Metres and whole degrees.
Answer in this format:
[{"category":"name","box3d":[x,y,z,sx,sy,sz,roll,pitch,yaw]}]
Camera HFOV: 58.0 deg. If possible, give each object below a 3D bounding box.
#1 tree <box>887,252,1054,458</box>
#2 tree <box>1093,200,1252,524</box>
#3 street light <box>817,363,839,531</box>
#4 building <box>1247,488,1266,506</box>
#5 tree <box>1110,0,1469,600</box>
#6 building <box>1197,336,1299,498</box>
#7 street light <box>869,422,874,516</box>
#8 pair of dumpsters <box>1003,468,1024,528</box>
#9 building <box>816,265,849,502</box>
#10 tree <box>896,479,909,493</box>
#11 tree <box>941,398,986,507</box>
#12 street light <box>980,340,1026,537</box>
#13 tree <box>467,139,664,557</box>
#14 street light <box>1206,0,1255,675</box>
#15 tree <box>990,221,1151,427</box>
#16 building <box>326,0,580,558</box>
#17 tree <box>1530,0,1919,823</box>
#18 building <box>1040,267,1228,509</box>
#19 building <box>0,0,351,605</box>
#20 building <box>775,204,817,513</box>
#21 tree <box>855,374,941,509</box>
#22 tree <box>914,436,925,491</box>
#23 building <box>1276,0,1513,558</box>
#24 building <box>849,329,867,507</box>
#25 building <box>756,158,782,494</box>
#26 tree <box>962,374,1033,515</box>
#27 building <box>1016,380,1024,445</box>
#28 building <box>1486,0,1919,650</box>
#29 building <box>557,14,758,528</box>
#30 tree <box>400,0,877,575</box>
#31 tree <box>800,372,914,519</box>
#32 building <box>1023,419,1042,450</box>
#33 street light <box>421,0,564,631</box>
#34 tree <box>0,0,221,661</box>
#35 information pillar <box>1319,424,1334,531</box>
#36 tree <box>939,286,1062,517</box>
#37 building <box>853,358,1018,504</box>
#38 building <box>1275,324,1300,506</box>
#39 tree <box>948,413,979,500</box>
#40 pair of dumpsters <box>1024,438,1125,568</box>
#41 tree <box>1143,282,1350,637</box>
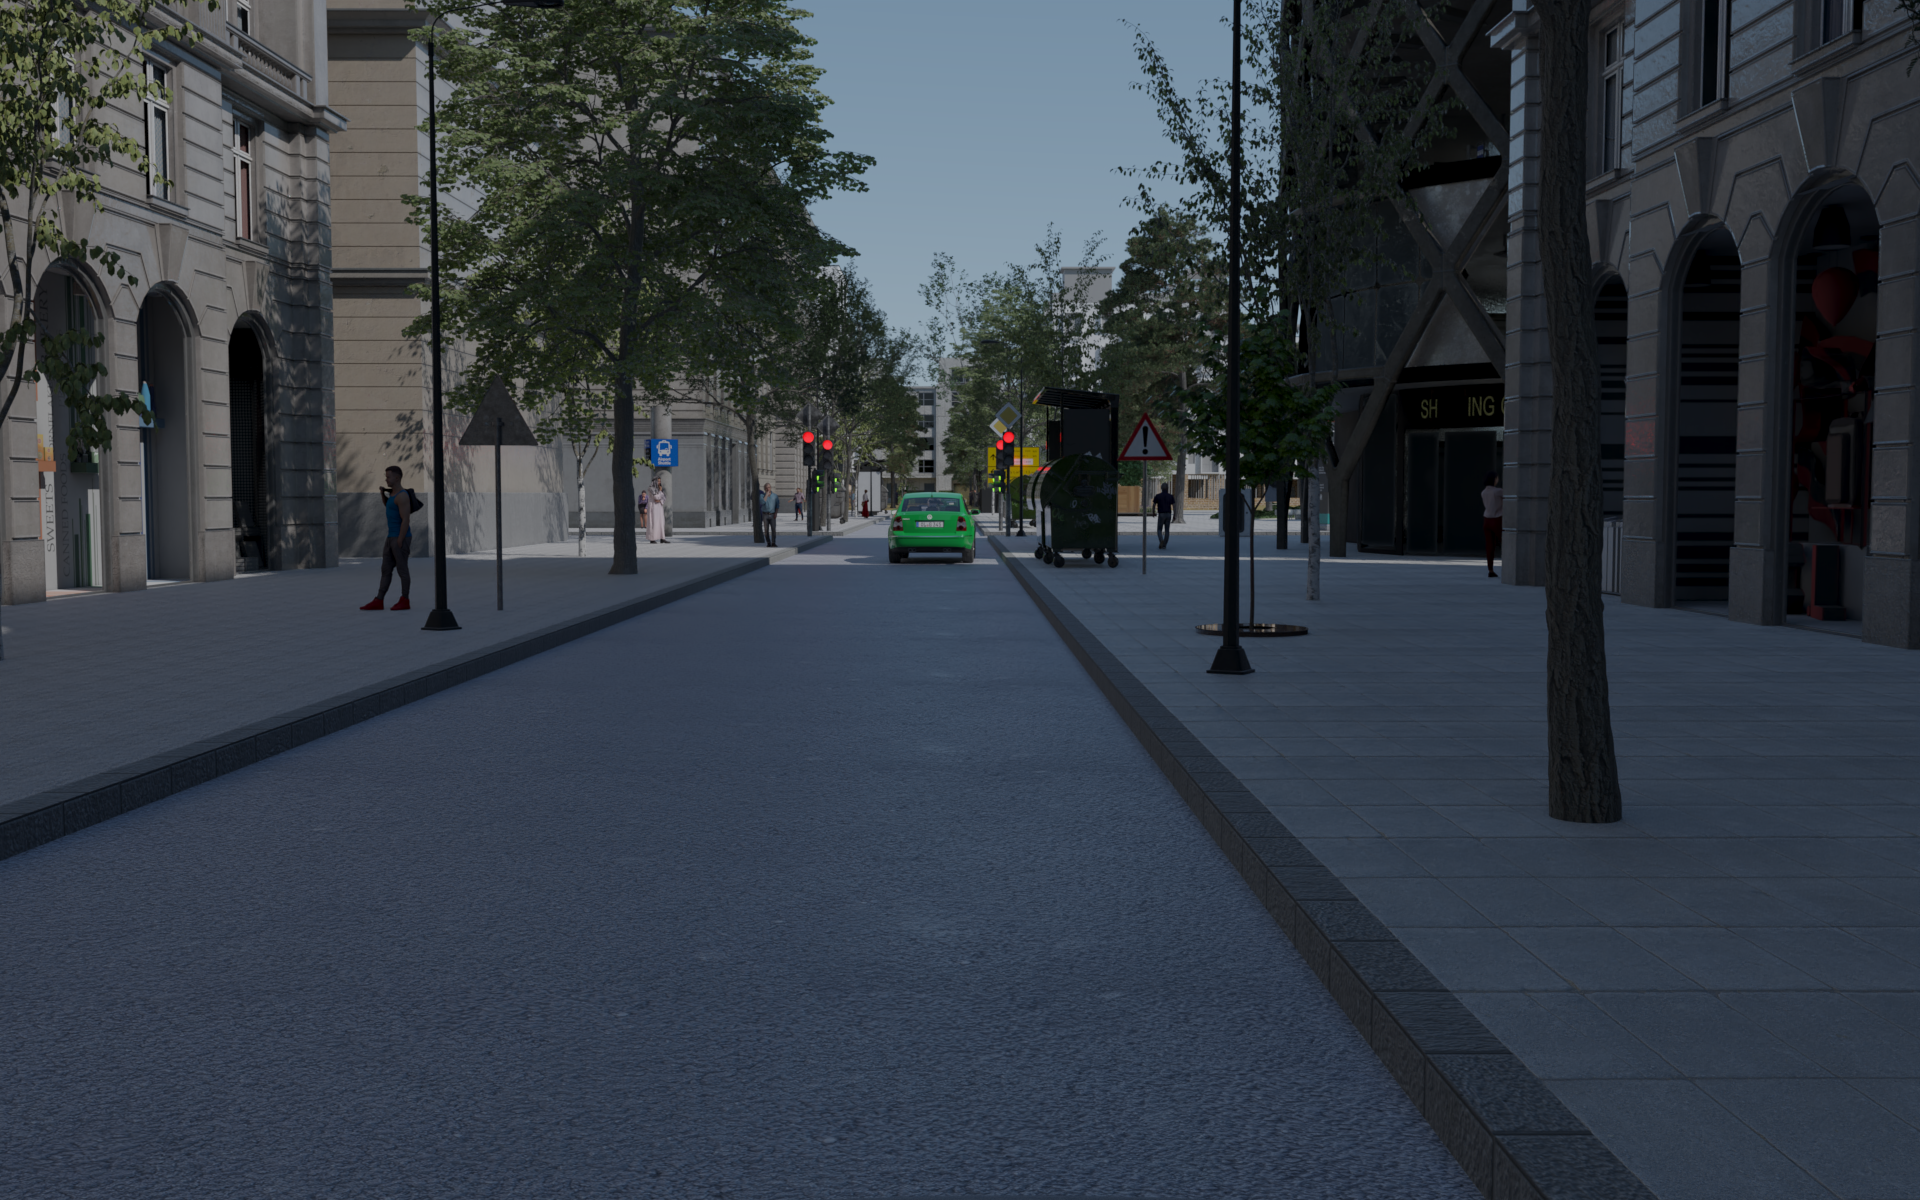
[{"category":"tree","box3d":[0.720,-17.134,136.027,12.611,20.169,13.585,0,3,0]},{"category":"tree","box3d":[9.709,-10.235,74.764,7.806,13.903,7.818,0,3,0]},{"category":"street light","box3d":[-4.425,-5.380,60.505,1.470,5.913,1.316,0,4,0]},{"category":"building","box3d":[28.527,-20.946,198.886,11.380,20.091,16.016,0,4,0]},{"category":"tree","box3d":[4.041,-4.301,20.685,4.360,8.622,3.978,0,3,0]},{"category":"building","box3d":[29.671,-24.098,237.972,32.646,21.610,27.936,0,4,0]},{"category":"street light","box3d":[-4.584,-7.780,99.741,1.470,5.913,1.316,0,4,0]},{"category":"pair of dumpsters","box3d":[2.469,-3.933,66.804,1.574,2.255,4.436,0,4,0]},{"category":"building","box3d":[-24.692,-18.862,152.365,27.936,21.610,32.646,0,4,0]},{"category":"tree","box3d":[-6.795,-12.925,205.917,1.663,3.219,1.824,0,3,0]},{"category":"tree","box3d":[1.475,-15.281,171.899,6.751,12.117,7.091,0,3,0]},{"category":"street light","box3d":[1.311,-4.876,52.258,1.470,5.913,1.316,0,4,0]},{"category":"tree","box3d":[-7.746,-5.179,35.041,4.737,8.622,4.395,0,3,0]},{"category":"street light","box3d":[1.404,-2.430,12.271,1.470,5.913,1.316,0,4,0]},{"category":"tree","box3d":[3.010,-5.960,47.803,4.737,8.622,4.395,0,3,0]},{"category":"building","box3d":[-21.873,-15.486,40.580,23.554,28.519,14.401,0,4,0]},{"category":"tree","box3d":[2.142,-4.416,6.614,7.601,10.594,8.767,0,4,6]},{"category":"building","box3d":[14.985,-17.945,149.817,16.016,20.091,11.380,0,4,0]},{"category":"building","box3d":[-16.774,-10.798,18.346,13.314,21.916,24.055,0,4,0]},{"category":"building","box3d":[-15.672,-17.993,123.066,11.050,23.489,19.941,0,4,0]},{"category":"tree","box3d":[-5.958,-14.141,153.258,6.751,12.117,7.091,0,3,0]},{"category":"tree","box3d":[-6.142,-14.398,185.773,4.737,8.622,4.395,0,3,0]},{"category":"building","box3d":[15.465,-10.479,38.790,16.820,18.784,16.811,0,4,0]},{"category":"building","box3d":[-16.462,-20.898,198.102,11.380,20.091,16.016,0,4,0]},{"category":"building","box3d":[-19.163,-16.186,97.920,16.112,22.955,30.059,0,4,0]},{"category":"tree","box3d":[2.123,-9.407,104.172,4.360,8.622,3.978,0,3,0]},{"category":"building","box3d":[14.515,-20.378,189.597,16.016,20.091,11.380,0,4,0]},{"category":"building","box3d":[13.683,-10.453,12.707,13.314,21.916,24.055,0,4,0]},{"category":"building","box3d":[-14.310,-13.720,73.468,9.793,20.994,18.267,0,4,0]},{"category":"tree","box3d":[-5.020,-6.698,27.637,7.486,12.596,7.792,0,3,0]},{"category":"tree","box3d":[-5.669,-8.856,95.157,4.737,8.622,4.395,0,3,0]},{"category":"building","box3d":[11.014,-13.924,169.808,9.099,9.664,28.070,0,4,0]},{"category":"street light","box3d":[-4.370,-2.672,16.221,1.470,5.913,1.316,0,4,0]},{"category":"tree","box3d":[-7.475,-3.823,12.861,4.737,8.622,4.395,0,3,0]},{"category":"information pillar","box3d":[12.979,-4.356,60.601,0.750,3.857,0.750,-1,4,-21]},{"category":"tree","box3d":[2.850,-10.821,95.043,7.486,12.596,7.792,0,3,0]},{"category":"building","box3d":[-2.808,-22.406,232.790,31.486,18.905,16.747,0,4,0]},{"category":"building","box3d":[40.127,-20.959,199.106,11.380,20.091,16.016,0,4,0]},{"category":"tree","box3d":[2.127,-16.617,197.444,9.928,11.665,9.643,0,3,0]},{"category":"pair of dumpsters","box3d":[2.114,-1.805,32.013,1.574,2.255,4.436,0,4,0]},{"category":"tree","box3d":[2.794,-1.298,15.825,1.663,3.219,1.824,0,3,0]}]
